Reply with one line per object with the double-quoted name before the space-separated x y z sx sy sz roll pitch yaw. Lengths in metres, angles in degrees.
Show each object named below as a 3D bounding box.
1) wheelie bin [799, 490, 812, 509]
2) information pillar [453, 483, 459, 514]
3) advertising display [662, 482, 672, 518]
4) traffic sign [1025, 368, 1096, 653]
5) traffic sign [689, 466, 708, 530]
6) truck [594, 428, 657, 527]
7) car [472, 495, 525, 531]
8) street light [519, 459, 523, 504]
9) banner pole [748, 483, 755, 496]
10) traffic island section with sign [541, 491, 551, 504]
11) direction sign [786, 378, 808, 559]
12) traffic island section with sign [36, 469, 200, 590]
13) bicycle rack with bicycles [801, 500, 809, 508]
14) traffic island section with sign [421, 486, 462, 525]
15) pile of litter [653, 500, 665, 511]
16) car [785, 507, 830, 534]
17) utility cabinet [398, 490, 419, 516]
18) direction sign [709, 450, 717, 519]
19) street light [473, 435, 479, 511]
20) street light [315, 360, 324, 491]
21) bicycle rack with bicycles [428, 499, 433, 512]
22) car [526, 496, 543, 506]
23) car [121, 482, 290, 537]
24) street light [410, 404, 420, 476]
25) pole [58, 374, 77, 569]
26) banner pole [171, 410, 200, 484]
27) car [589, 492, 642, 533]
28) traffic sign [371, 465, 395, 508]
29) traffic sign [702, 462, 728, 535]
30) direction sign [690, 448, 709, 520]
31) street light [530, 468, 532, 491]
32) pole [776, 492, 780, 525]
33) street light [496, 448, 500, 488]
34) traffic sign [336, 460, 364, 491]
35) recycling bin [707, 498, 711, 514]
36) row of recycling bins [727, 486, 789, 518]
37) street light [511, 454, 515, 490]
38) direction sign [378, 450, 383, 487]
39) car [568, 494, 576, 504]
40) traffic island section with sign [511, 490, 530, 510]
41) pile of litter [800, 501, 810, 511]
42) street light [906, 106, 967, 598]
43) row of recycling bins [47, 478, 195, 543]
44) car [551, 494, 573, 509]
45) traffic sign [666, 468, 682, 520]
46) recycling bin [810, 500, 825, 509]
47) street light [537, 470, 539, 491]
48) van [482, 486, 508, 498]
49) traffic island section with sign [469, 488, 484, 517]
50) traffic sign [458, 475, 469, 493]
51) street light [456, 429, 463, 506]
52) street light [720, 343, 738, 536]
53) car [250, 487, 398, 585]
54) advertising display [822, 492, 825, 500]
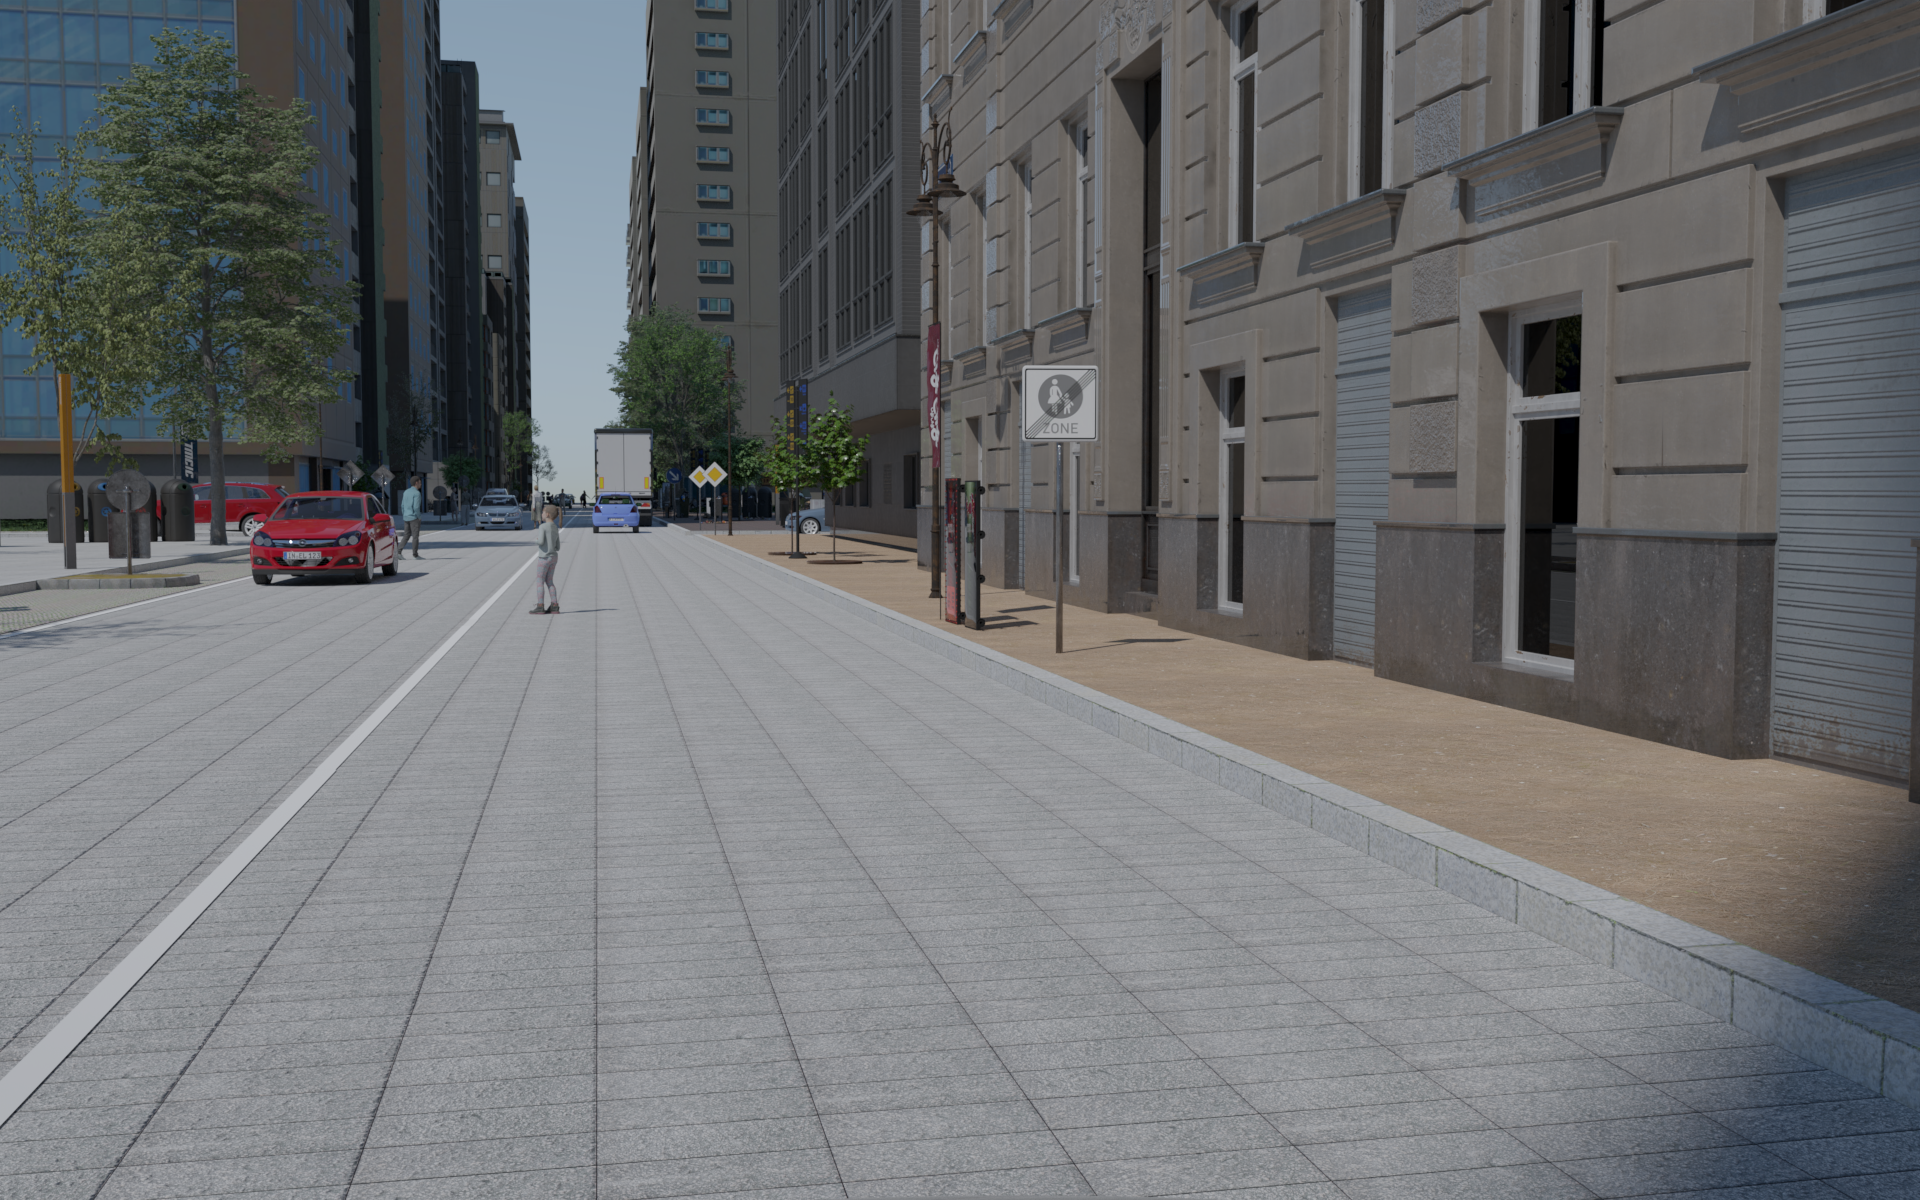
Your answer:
"wheelie bin" -10.979 -7.010 122.525 0.980 1.594 0.693 -3 5 -40
"information pillar" -32.131 -6.477 110.385 0.304 2.012 0.304 -2 4 -26
"advertising display" -15.586 -5.320 92.198 0.123 1.923 0.974 -2 4 -35
"traffic sign" 0.799 -0.719 13.891 0.606 2.300 0.079 0 4 -2
"traffic sign" -9.234 -3.539 61.501 0.795 2.450 0.064 -1 4 -12
"truck" -15.306 -5.532 79.362 2.839 4.237 11.283 -1 4 -10
"car" -18.394 -3.495 69.150 2.014 1.417 4.499 -1 4 -13
"street light" -54.590 -14.838 215.386 0.468 5.910 1.993 -1 4 -12
"banner pole" -11.038 -6.202 91.428 0.401 3.779 0.863 2 4 28
"traffic island section with sign" -62.671 -15.613 263.901 1.989 1.847 2.006 -1 4 -12
"direction sign" -3.226 -2.591 34.357 0.379 3.537 0.876 -2 4 -32
"traffic island section with sign" -12.968 -1.114 26.849 1.989 1.847 2.006 -1 4 -12
"bicycle rack with bicycles" -9.353 -6.126 113.545 2.852 0.926 2.925 0 4 -3
"traffic island section with sign" -24.429 -4.459 81.526 1.989 1.847 2.006 -1 4 -12
"pile of litter" -23.310 -7.261 132.675 1.719 0.858 1.176 1 4 14
"car" -3.751 -2.904 59.477 4.499 1.417 2.014 -1 4 -11
"utility cabinet" -32.549 -5.721 102.210 1.173 1.500 0.318 -1 4 -22
"direction sign" -12.894 -5.981 89.783 0.876 3.537 0.379 3 4 37
"street light" -37.544 -9.880 134.325 0.468 5.910 1.993 -1 4 -12
"street light" -21.834 -5.283 59.159 0.468 5.910 1.993 -1 4 -12
"bicycle rack with bicycles" -37.247 -6.667 122.392 2.925 0.926 2.852 -3 5 -42
"car" -48.790 -11.422 198.754 2.014 1.417 4.499 -1 4 -10
"car" -23.615 -2.811 54.628 5.304 1.827 2.281 -1 4 -10
"street light" -28.158 -7.143 89.569 0.468 5.910 1.993 -1 4 -12
"pole" -15.225 -2.184 29.545 0.158 3.312 0.155 0 3 0
"banner pole" -22.635 -3.699 50.490 0.863 3.779 0.401 -2 4 -29
"car" -12.802 -3.352 64.397 1.945 1.707 3.694 -1 4 -12
"traffic sign" -19.755 -3.406 59.325 0.795 2.450 0.064 -1 4 -12
"traffic sign" -7.595 -3.061 53.685 0.795 2.450 0.064 -1 4 -12
"direction sign" -12.981 -5.722 85.559 0.876 3.537 0.379 3 4 36
"street light" -60.907 -16.707 245.953 0.468 5.910 1.993 -1 4 -12
"pole" -7.593 -4.783 72.051 0.158 3.312 0.155 0 3 0
"street light" -44.050 -11.779 165.374 0.468 5.910 1.993 -1 4 -12
"traffic sign" -18.116 -2.928 51.509 0.795 2.450 0.064 -1 4 -12
"recycling bin" -15.621 -5.965 110.084 0.722 1.027 0.722 1 4 20
"row of recycling bins" -11.011 -5.342 94.456 3.534 1.692 1.069 1 4 12
"street light" -50.606 -13.673 196.342 0.468 5.910 1.993 -1 4 -12
"direction sign" -29.816 -5.943 89.168 0.379 3.537 0.876 0 4 -5
"car" -55.464 -14.388 245.463 2.015 1.641 3.980 -1 4 -12
"traffic island section with sign" -40.299 -9.087 157.197 1.989 1.847 2.006 -1 4 -12
"pile of litter" -9.404 -5.664 106.571 1.719 0.858 1.176 2 4 30
"street light" -0.300 -2.961 21.199 0.468 5.910 1.993 -1 4 -12
"row of recycling bins" -22.335 -2.387 46.142 3.534 1.692 1.069 -2 4 -32
"car" -38.773 -9.601 168.775 2.131 1.459 4.920 -1 4 -11
"traffic sign" -13.890 -5.143 84.191 0.768 2.556 0.104 -1 4 -10
"recycling bin" -6.496 -4.117 79.866 0.722 1.027 0.722 -1 4 -15
"street light" -67.301 -18.566 276.348 0.468 5.910 1.993 -1 4 -12
"van" -32.908 -7.095 123.009 2.013 2.044 4.112 -1 4 -12
"traffic island section with sign" -30.030 -6.089 108.181 1.989 1.847 2.006 -1 4 -12
"traffic sign" -33.804 -7.210 117.988 0.768 2.556 0.104 -1 4 -10
"street light" -34.575 -9.001 119.959 0.468 5.910 1.993 -1 4 -12
"street light" -7.069 -4.915 53.141 0.468 5.910 1.993 -1 4 -12
"car" -10.540 -1.213 28.878 2.155 1.783 4.494 -1 4 -10
"advertising display" -7.519 -5.775 99.633 0.974 1.923 0.123 -3 4 -38
